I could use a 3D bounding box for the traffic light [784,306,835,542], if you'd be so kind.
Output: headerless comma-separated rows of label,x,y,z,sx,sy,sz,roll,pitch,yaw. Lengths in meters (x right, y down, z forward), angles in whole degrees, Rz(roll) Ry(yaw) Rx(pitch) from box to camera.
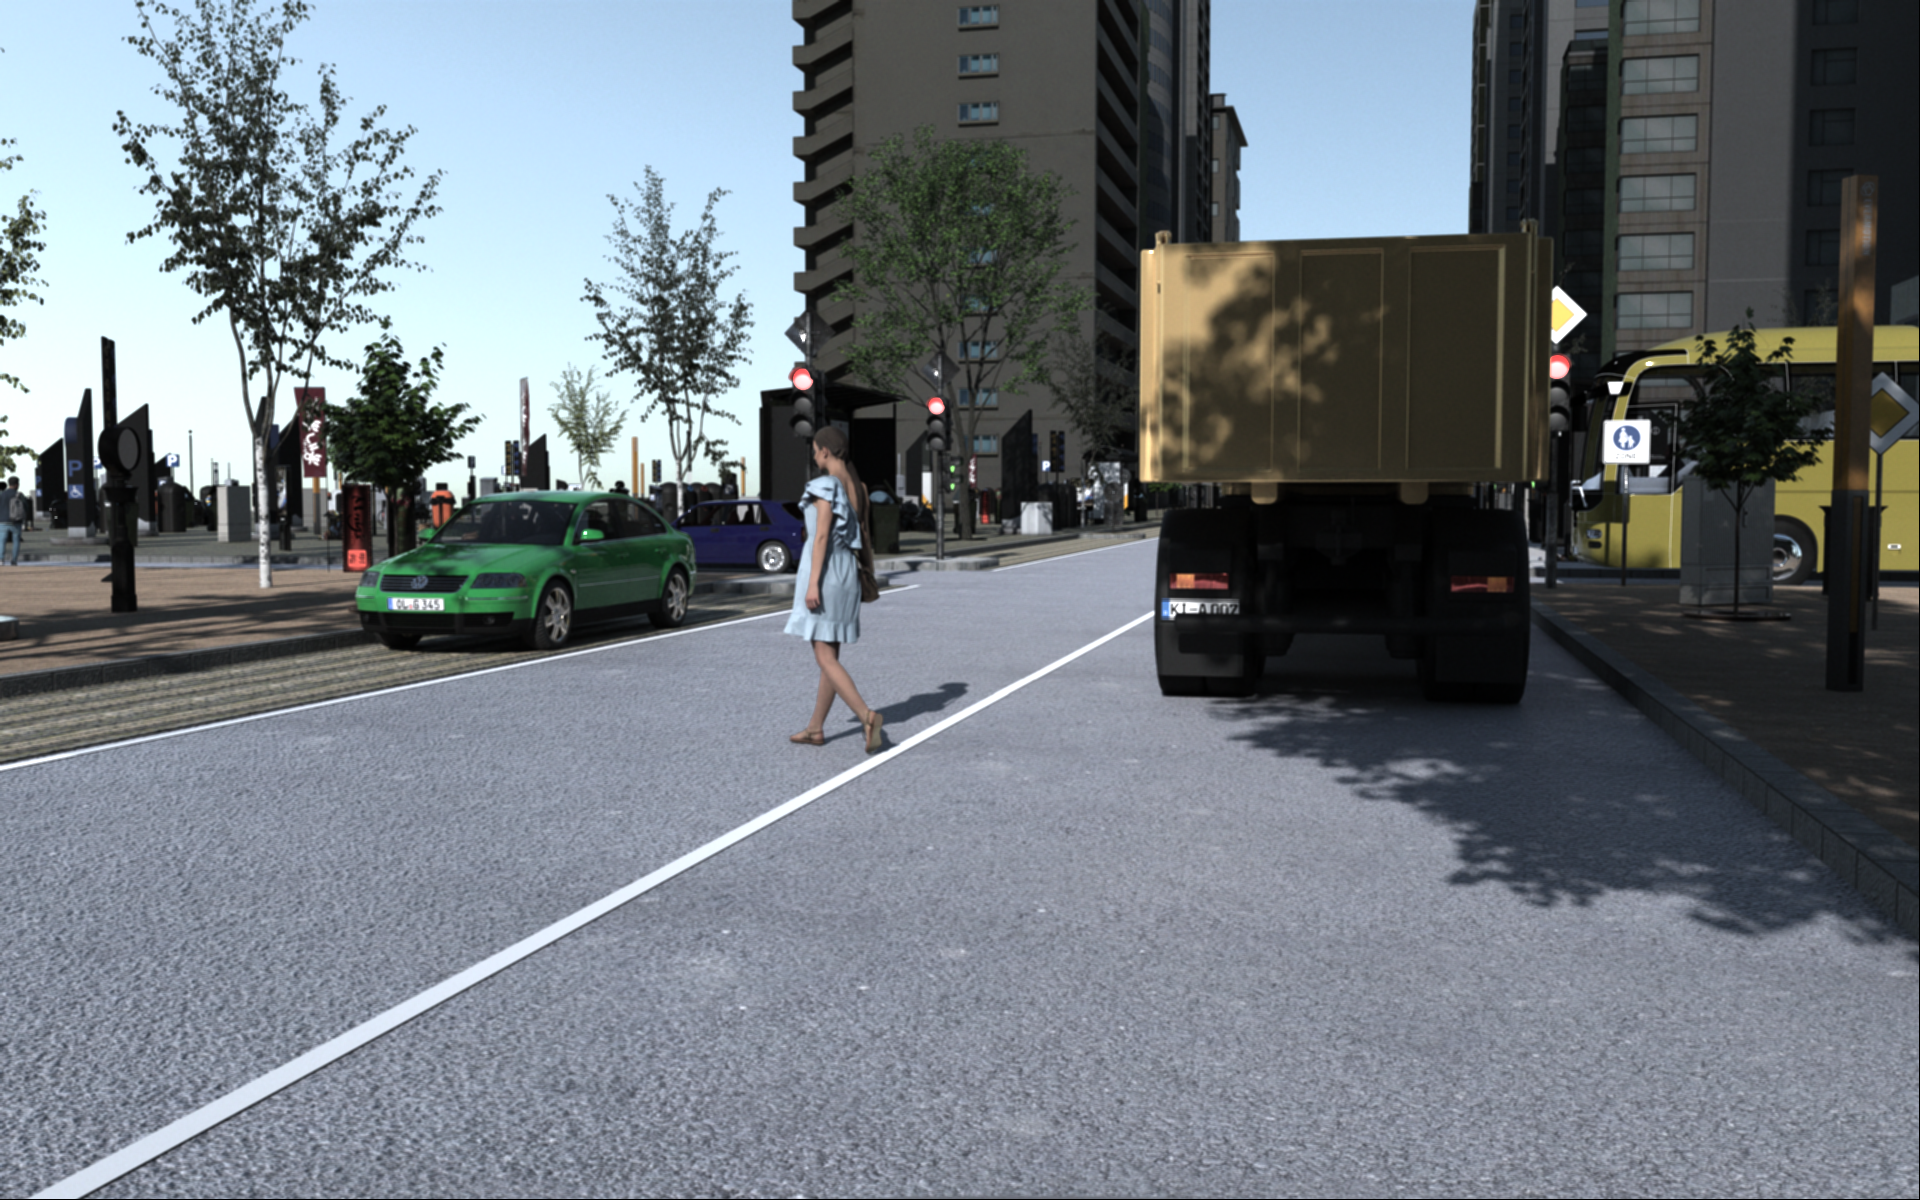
traffic light,-2.245,-2.264,25.930,0.839,4.253,0.868,1,4,14

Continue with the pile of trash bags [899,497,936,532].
pile of trash bags,-2.615,-2.995,58.725,3.447,1.369,1.912,-1,4,-21

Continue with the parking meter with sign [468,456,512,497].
parking meter with sign,-21.613,-5.088,79.449,1.738,3.016,0.543,1,4,10

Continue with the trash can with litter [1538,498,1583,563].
trash can with litter,11.984,-1.358,33.258,1.678,1.210,2.233,3,4,39

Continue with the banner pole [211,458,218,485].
banner pole,-52.076,-8.013,121.026,0.863,3.779,0.401,2,4,30

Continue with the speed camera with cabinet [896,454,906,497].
speed camera with cabinet,-2.630,-5.562,85.275,0.660,3.252,2.038,3,5,43

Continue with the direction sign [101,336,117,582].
direction sign,-12.405,-2.038,25.324,0.379,3.537,0.876,-1,4,-16

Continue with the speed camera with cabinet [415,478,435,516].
speed camera with cabinet,-29.591,-6.215,95.949,0.660,3.252,2.038,1,4,17

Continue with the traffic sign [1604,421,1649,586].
traffic sign,9.235,-1.340,24.045,0.606,2.300,0.079,1,4,23

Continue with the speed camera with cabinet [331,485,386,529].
speed camera with cabinet,-21.849,-4.211,63.179,2.038,3.252,0.660,-1,4,-21

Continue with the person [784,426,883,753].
person,-0.666,-0.070,9.737,0.778,1.811,0.616,3,5,43

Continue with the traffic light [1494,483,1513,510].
traffic light,9.900,-2.588,31.240,0.839,4.253,0.868,1,4,14

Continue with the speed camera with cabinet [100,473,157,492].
speed camera with cabinet,-36.383,-4.975,75.676,2.038,3.252,0.660,-1,4,-14

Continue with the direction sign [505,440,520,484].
direction sign,-18.968,-4.982,73.446,0.876,3.537,0.379,3,4,37

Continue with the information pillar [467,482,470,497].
information pillar,-29.484,-6.114,104.460,0.304,2.012,0.304,2,4,34

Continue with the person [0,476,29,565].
person,-18.636,-1.540,34.021,0.623,1.781,0.721,-2,4,-31

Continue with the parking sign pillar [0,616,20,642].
parking sign pillar,-9.010,-1.620,14.963,1.447,3.967,1.447,-2,4,-25

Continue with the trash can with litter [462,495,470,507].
trash can with litter,-24.732,-4.722,88.266,2.233,1.210,1.678,0,4,-6

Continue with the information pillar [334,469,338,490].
information pillar,-37.241,-6.850,103.347,0.183,3.616,0.504,0,4,-5

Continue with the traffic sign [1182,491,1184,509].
traffic sign,13.342,-6.337,103.715,0.768,2.556,0.104,1,4,20

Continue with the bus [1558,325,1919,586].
bus,15.248,-2.074,25.460,12.252,3.916,2.896,1,4,12

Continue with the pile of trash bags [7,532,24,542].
pile of trash bags,-26.661,-2.226,46.155,3.447,1.369,1.912,2,4,31

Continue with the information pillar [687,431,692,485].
information pillar,-9.982,-4.433,63.836,0.183,3.616,0.504,-1,4,-19

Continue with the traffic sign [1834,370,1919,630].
traffic sign,8.629,-0.923,16.280,0.795,2.450,0.064,1,4,21

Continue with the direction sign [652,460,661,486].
direction sign,-20.096,-7.512,114.812,0.876,3.537,0.379,3,5,42

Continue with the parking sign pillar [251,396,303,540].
parking sign pillar,-19.431,-3.671,48.494,1.447,3.967,1.447,-2,4,-33

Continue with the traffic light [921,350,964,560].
traffic light,-0.372,-2.738,33.693,0.839,4.253,0.868,1,4,14

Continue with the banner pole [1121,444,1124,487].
banner pole,8.185,-5.971,87.648,0.401,3.779,0.863,0,4,-2

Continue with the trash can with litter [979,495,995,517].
trash can with litter,2.519,-5.516,101.243,2.233,1.210,1.678,3,5,41

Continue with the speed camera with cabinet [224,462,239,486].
speed camera with cabinet,-45.530,-6.895,107.073,0.660,3.252,2.038,1,4,20

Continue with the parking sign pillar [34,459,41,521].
parking sign pillar,-43.295,-5.745,82.402,1.447,3.967,1.447,1,4,21

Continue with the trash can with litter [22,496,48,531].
trash can with litter,-32.532,-2.994,60.003,1.678,1.210,2.233,0,4,-7

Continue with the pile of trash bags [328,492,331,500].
pile of trash bags,-28.197,-4.066,76.227,1.912,1.369,3.447,-1,4,-8

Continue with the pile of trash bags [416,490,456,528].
pile of trash bags,-11.300,-2.008,42.583,3.447,1.369,1.912,0,4,-2

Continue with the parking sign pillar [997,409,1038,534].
parking sign pillar,1.924,-4.118,55.797,1.447,3.967,1.447,-3,5,-41

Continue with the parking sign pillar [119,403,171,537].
parking sign pillar,-24.801,-3.872,51.785,1.447,3.967,1.447,0,4,4

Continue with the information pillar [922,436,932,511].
information pillar,-1.245,-4.559,65.894,0.183,3.616,0.504,-3,5,-41

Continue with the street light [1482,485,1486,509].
street light,14.099,-4.505,46.449,0.468,5.910,1.993,1,4,14

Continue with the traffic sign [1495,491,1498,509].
traffic sign,12.402,-2.449,40.039,0.884,2.594,0.081,2,4,23

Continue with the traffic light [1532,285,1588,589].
traffic light,8.027,-2.114,23.477,0.839,4.253,0.868,1,4,14

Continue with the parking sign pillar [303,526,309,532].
parking sign pillar,-22.856,-4.288,58.585,1.447,3.967,1.447,1,4,14

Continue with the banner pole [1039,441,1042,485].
banner pole,3.620,-5.658,82.525,0.863,3.779,0.401,2,4,33

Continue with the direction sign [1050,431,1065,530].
direction sign,3.489,-4.290,62.142,0.379,3.537,0.876,3,4,37

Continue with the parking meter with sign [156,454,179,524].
parking meter with sign,-34.575,-4.838,75.370,0.543,3.016,1.738,0,4,-2

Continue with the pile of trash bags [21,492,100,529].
pile of trash bags,-33.539,-3.340,64.359,3.447,1.369,1.912,-1,4,-12

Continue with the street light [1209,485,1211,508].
street light,15.703,-8.320,108.827,0.468,5.910,1.993,1,4,14

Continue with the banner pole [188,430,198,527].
banner pole,-30.129,-4.766,67.945,0.401,3.779,0.863,-1,4,-20

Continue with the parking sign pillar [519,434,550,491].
parking sign pillar,-19.088,-5.460,77.735,1.447,3.967,1.447,1,4,16

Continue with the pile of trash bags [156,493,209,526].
pile of trash bags,-31.577,-3.682,69.948,1.912,1.369,3.447,0,4,4

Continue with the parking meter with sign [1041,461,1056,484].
parking meter with sign,4.866,-5.810,91.262,0.543,3.016,1.738,2,4,24

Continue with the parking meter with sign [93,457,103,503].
parking meter with sign,-40.713,-5.199,81.272,0.543,3.016,1.738,-1,4,-14

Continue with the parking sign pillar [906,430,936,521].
parking sign pillar,-1.731,-5.209,73.636,1.447,3.967,1.447,-3,5,-41

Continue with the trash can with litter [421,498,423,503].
trash can with litter,-35.493,-6.255,113.321,2.233,1.210,1.678,-3,4,-38

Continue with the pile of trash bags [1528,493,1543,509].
pile of trash bags,30.976,-5.232,95.303,3.447,1.369,1.912,-1,4,-17

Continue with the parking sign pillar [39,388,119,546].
parking sign pillar,-22.138,-3.370,43.572,1.447,3.967,1.447,-1,4,-17
